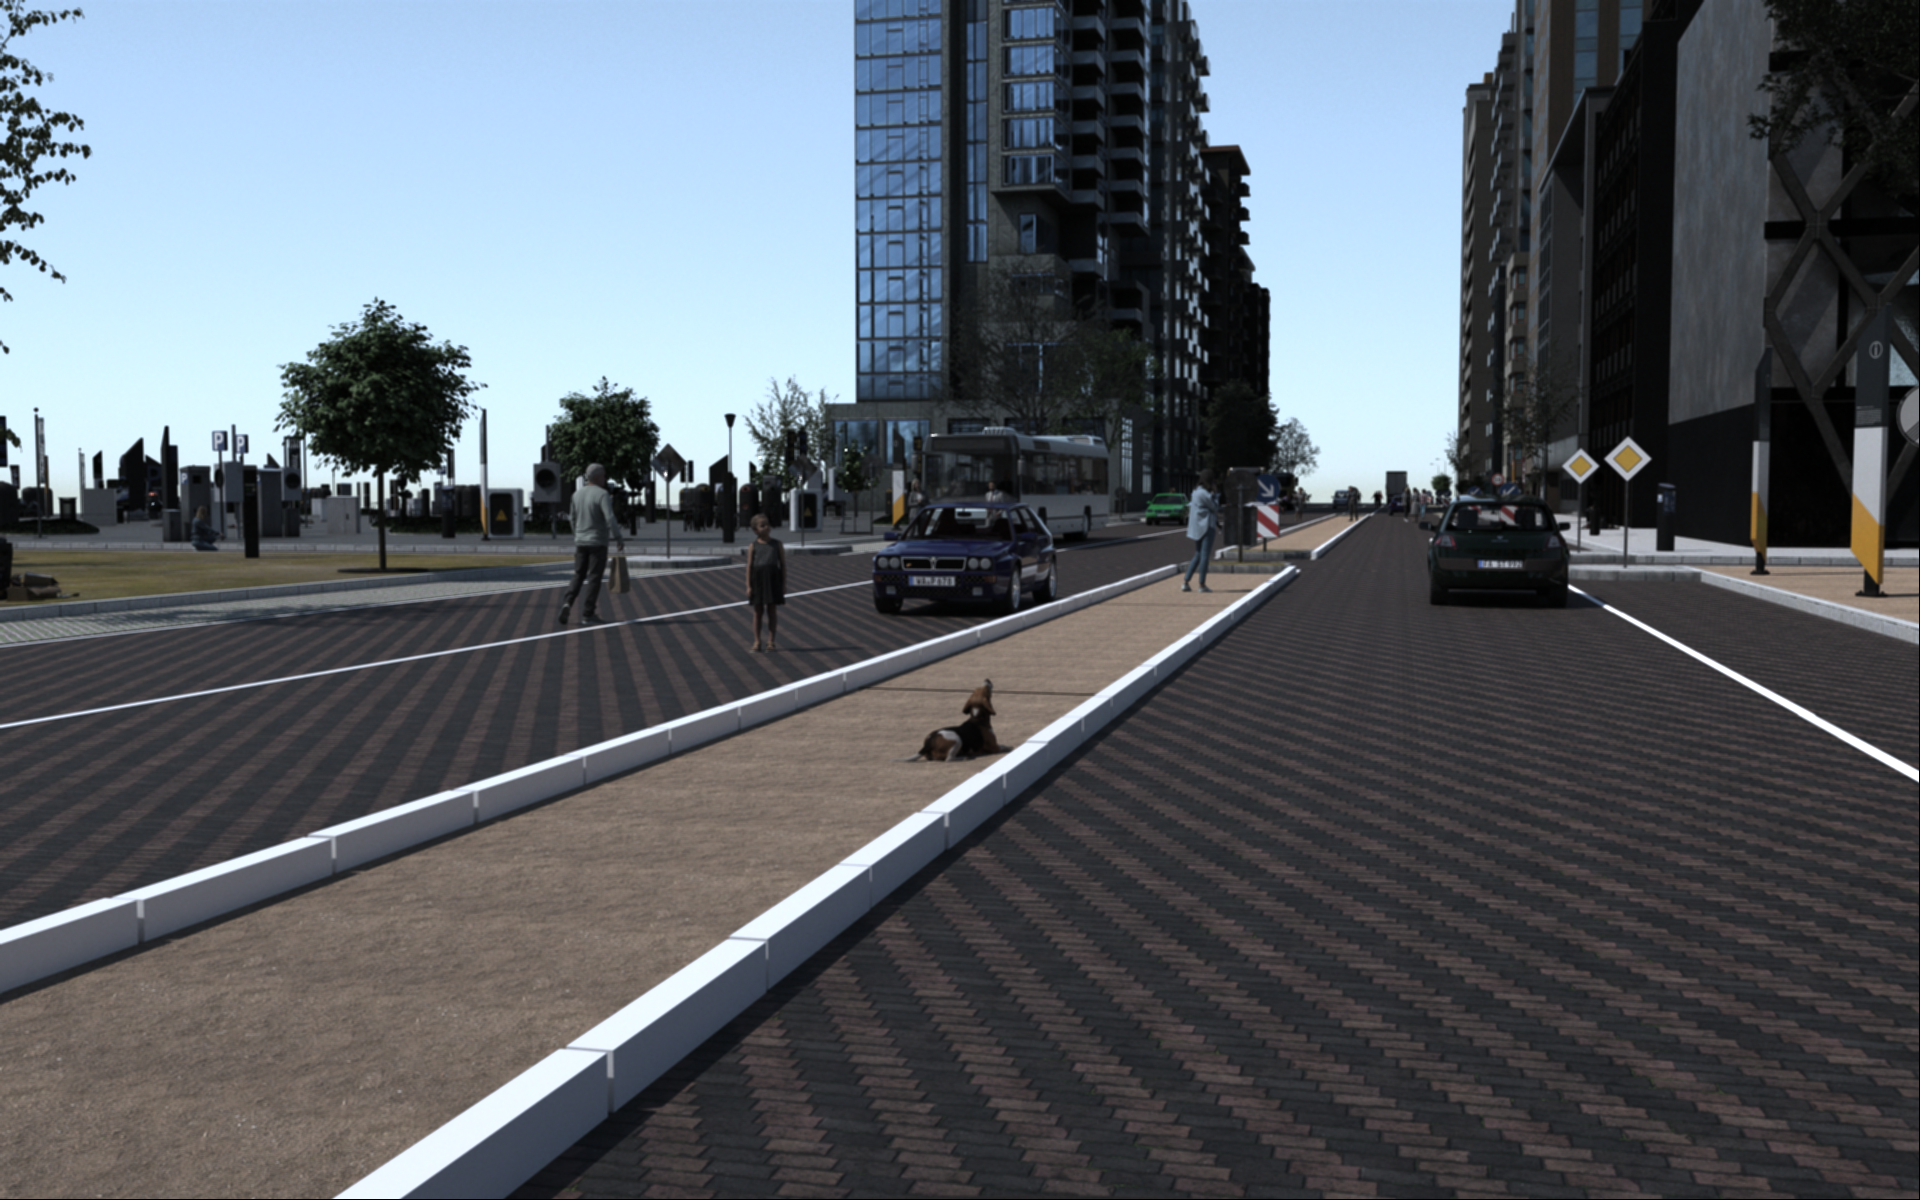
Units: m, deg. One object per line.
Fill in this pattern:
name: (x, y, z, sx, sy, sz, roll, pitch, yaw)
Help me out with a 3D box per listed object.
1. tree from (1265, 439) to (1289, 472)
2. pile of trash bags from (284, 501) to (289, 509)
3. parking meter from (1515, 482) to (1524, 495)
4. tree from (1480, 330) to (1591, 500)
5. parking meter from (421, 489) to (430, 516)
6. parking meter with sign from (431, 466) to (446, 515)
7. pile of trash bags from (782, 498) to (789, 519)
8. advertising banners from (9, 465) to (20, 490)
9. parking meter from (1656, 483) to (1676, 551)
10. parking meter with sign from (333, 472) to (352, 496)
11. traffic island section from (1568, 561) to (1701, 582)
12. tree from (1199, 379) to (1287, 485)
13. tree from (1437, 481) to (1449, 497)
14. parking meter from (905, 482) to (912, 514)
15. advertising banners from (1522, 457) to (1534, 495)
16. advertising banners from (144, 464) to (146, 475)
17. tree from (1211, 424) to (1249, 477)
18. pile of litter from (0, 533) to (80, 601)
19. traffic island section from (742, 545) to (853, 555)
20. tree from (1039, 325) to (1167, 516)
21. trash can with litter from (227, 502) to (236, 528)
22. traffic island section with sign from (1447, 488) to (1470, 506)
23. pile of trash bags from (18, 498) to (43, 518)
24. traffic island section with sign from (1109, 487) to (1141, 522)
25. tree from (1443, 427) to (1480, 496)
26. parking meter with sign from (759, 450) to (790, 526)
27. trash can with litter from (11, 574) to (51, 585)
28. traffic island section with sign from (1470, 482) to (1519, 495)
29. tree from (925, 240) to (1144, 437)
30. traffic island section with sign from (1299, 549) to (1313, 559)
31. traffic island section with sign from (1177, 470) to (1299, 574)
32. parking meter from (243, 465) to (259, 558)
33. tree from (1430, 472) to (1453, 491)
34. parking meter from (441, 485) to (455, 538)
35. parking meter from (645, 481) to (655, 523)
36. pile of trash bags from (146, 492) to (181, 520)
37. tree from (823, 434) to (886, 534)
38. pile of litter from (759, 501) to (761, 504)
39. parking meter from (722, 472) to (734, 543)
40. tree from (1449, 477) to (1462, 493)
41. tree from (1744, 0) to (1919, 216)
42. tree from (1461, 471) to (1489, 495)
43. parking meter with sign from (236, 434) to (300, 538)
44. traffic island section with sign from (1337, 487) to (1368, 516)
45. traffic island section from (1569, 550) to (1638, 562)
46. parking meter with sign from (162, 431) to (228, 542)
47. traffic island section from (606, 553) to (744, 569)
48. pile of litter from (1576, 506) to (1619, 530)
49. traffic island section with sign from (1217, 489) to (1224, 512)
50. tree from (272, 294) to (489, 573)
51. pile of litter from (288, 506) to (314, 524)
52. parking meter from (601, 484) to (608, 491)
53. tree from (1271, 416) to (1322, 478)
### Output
tree: (40.215, -16.715, 223.653, 4.737, 8.622, 4.395, 0, 3, 0)
pile of trash bags: (-36.731, -5.110, 93.308, 3.447, 1.369, 1.912, 2, 4, 31)
parking meter: (27.159, -4.798, 84.155, 0.399, 1.863, 0.255, 2, 4, 26)
tree: (25.805, -7.765, 77.326, 4.360, 8.622, 3.978, 0, 3, 0)
parking meter: (-24.835, -4.410, 80.516, 0.372, 1.533, 0.369, 0, 3, 0)
parking meter with sign: (-31.813, -6.689, 105.625, 0.543, 3.016, 1.738, 0, 4, -2)
pile of trash bags: (-8.678, -4.789, 88.055, 1.912, 1.369, 3.447, 1, 4, 22)
advertising banners: (-56.061, -6.617, 104.368, 2.074, 3.025, 0.090, -2, 4, -26)
parking meter: (15.868, -1.866, 38.919, 0.372, 1.533, 0.369, 0, 3, 0)
parking meter with sign: (-42.295, -7.532, 119.407, 1.738, 3.016, 0.543, -1, 4, -22)
traffic island section: (11.538, -0.472, 29.993, 2.009, 0.180, 2.903, 1, 4, 14)
tree: (30.622, -17.231, 188.384, 9.857, 13.997, 8.962, 0, 3, 0)
tree: (68.205, -15.329, 245.230, 1.663, 3.219, 1.824, 0, 3, 0)
parking meter: (-2.539, -4.797, 84.150, 0.255, 1.863, 0.399, -3, 5, -41)
advertising banners: (26.551, -5.189, 81.034, 0.090, 3.025, 2.074, 0, 4, 5)
advertising banners: (-49.018, -6.474, 102.042, 2.074, 3.025, 0.090, 0, 4, -5)
tree: (28.208, -14.042, 179.941, 4.360, 8.622, 3.978, 0, 3, 0)
pile of litter: (-11.535, -0.434, 21.057, 1.176, 0.858, 1.719, 3, 4, 37)
traffic island section: (-3.845, -1.213, 42.117, 2.009, 0.180, 2.903, 1, 4, 14)
tree: (8.578, -10.866, 103.419, 9.928, 11.665, 9.643, 0, 3, 0)
trash can with litter: (-27.363, -3.365, 66.073, 1.678, 1.210, 2.233, -1, 4, -14)
traffic island section with sign: (25.441, -4.741, 86.147, 1.989, 1.847, 2.006, 1, 4, 14)
pile of trash bags: (-51.576, -5.123, 93.520, 1.912, 1.369, 3.447, 2, 4, 30)
traffic island section with sign: (8.381, -5.001, 90.387, 1.989, 1.847, 2.006, 1, 4, 14)
tree: (55.143, -14.684, 190.438, 4.360, 8.622, 3.978, 0, 3, 0)
parking meter with sign: (-7.554, -4.493, 69.725, 1.738, 3.016, 0.543, 2, 4, 28)
trash can with litter: (-14.022, -0.813, 24.354, 2.233, 1.210, 1.678, -1, 4, -11)
traffic island section with sign: (18.683, -3.110, 59.473, 1.989, 1.847, 2.006, 1, 4, 14)
tree: (3.584, -10.588, 83.485, 12.009, 13.543, 11.850, 0, 3, 0)
traffic island section with sign: (6.934, -1.890, 39.044, 2.006, 1.907, 1.989, 1, 4, 14)
traffic island section with sign: (5.106, -1.451, 31.865, 2.006, 1.907, 1.989, 1, 4, 14)
parking meter: (-14.252, -1.780, 34.817, 0.255, 1.863, 0.399, -1, 4, -21)
tree: (71.149, -16.634, 255.677, 4.285, 4.588, 4.351, 0, 3, 0)
parking meter: (-14.973, -2.584, 50.667, 0.372, 1.533, 0.369, 0, 3, 0)
parking meter: (-13.780, -4.357, 76.949, 0.399, 1.863, 0.255, 2, 4, 31)
pile of trash bags: (-40.163, -4.755, 87.494, 3.447, 1.369, 1.912, 3, 5, 42)
tree: (-3.456, -3.726, 55.525, 1.663, 3.219, 1.824, 0, 3, 0)
pile of litter: (-13.088, -6.169, 114.820, 1.719, 0.858, 1.176, -3, 5, -39)
parking meter: (-6.109, -2.446, 45.700, 0.255, 1.863, 0.399, 0, 4, 1)
tree: (51.845, -11.248, 178.503, 1.663, 3.219, 1.824, 0, 3, 0)
tree: (10.439, -4.882, 14.235, 7.601, 10.594, 8.767, -3, 5, -43)
tree: (40.467, -8.591, 135.066, 1.663, 3.219, 1.824, 0, 3, 0)
parking meter with sign: (-20.537, -3.377, 51.470, 0.543, 3.016, 1.738, 3, 4, 37)
traffic island section with sign: (25.378, -6.346, 111.892, 2.006, 1.907, 1.989, 1, 4, 14)
traffic island section: (13.499, -0.945, 37.735, 2.009, 0.180, 2.903, 1, 4, 14)
parking meter with sign: (-20.867, -3.116, 47.205, 0.543, 3.016, 1.738, 2, 4, 31)
traffic island section: (-5.806, -0.740, 34.376, 2.009, 0.180, 2.903, 1, 4, 14)
pile of litter: (23.345, -3.018, 63.307, 1.176, 0.858, 1.719, -1, 4, -13)
traffic island section with sign: (20.619, -7.953, 138.660, 1.989, 1.847, 2.006, 1, 4, 14)
tree: (-9.499, -2.748, 28.642, 4.285, 4.588, 4.351, 0, 3, 0)
pile of litter: (-28.908, -3.777, 75.723, 1.176, 0.858, 1.719, -2, 4, -32)
parking meter: (-19.547, -5.474, 95.207, 0.399, 1.863, 0.255, 2, 4, 26)
tree: (51.327, -21.986, 269.834, 12.009, 13.543, 11.850, 0, 3, 0)
